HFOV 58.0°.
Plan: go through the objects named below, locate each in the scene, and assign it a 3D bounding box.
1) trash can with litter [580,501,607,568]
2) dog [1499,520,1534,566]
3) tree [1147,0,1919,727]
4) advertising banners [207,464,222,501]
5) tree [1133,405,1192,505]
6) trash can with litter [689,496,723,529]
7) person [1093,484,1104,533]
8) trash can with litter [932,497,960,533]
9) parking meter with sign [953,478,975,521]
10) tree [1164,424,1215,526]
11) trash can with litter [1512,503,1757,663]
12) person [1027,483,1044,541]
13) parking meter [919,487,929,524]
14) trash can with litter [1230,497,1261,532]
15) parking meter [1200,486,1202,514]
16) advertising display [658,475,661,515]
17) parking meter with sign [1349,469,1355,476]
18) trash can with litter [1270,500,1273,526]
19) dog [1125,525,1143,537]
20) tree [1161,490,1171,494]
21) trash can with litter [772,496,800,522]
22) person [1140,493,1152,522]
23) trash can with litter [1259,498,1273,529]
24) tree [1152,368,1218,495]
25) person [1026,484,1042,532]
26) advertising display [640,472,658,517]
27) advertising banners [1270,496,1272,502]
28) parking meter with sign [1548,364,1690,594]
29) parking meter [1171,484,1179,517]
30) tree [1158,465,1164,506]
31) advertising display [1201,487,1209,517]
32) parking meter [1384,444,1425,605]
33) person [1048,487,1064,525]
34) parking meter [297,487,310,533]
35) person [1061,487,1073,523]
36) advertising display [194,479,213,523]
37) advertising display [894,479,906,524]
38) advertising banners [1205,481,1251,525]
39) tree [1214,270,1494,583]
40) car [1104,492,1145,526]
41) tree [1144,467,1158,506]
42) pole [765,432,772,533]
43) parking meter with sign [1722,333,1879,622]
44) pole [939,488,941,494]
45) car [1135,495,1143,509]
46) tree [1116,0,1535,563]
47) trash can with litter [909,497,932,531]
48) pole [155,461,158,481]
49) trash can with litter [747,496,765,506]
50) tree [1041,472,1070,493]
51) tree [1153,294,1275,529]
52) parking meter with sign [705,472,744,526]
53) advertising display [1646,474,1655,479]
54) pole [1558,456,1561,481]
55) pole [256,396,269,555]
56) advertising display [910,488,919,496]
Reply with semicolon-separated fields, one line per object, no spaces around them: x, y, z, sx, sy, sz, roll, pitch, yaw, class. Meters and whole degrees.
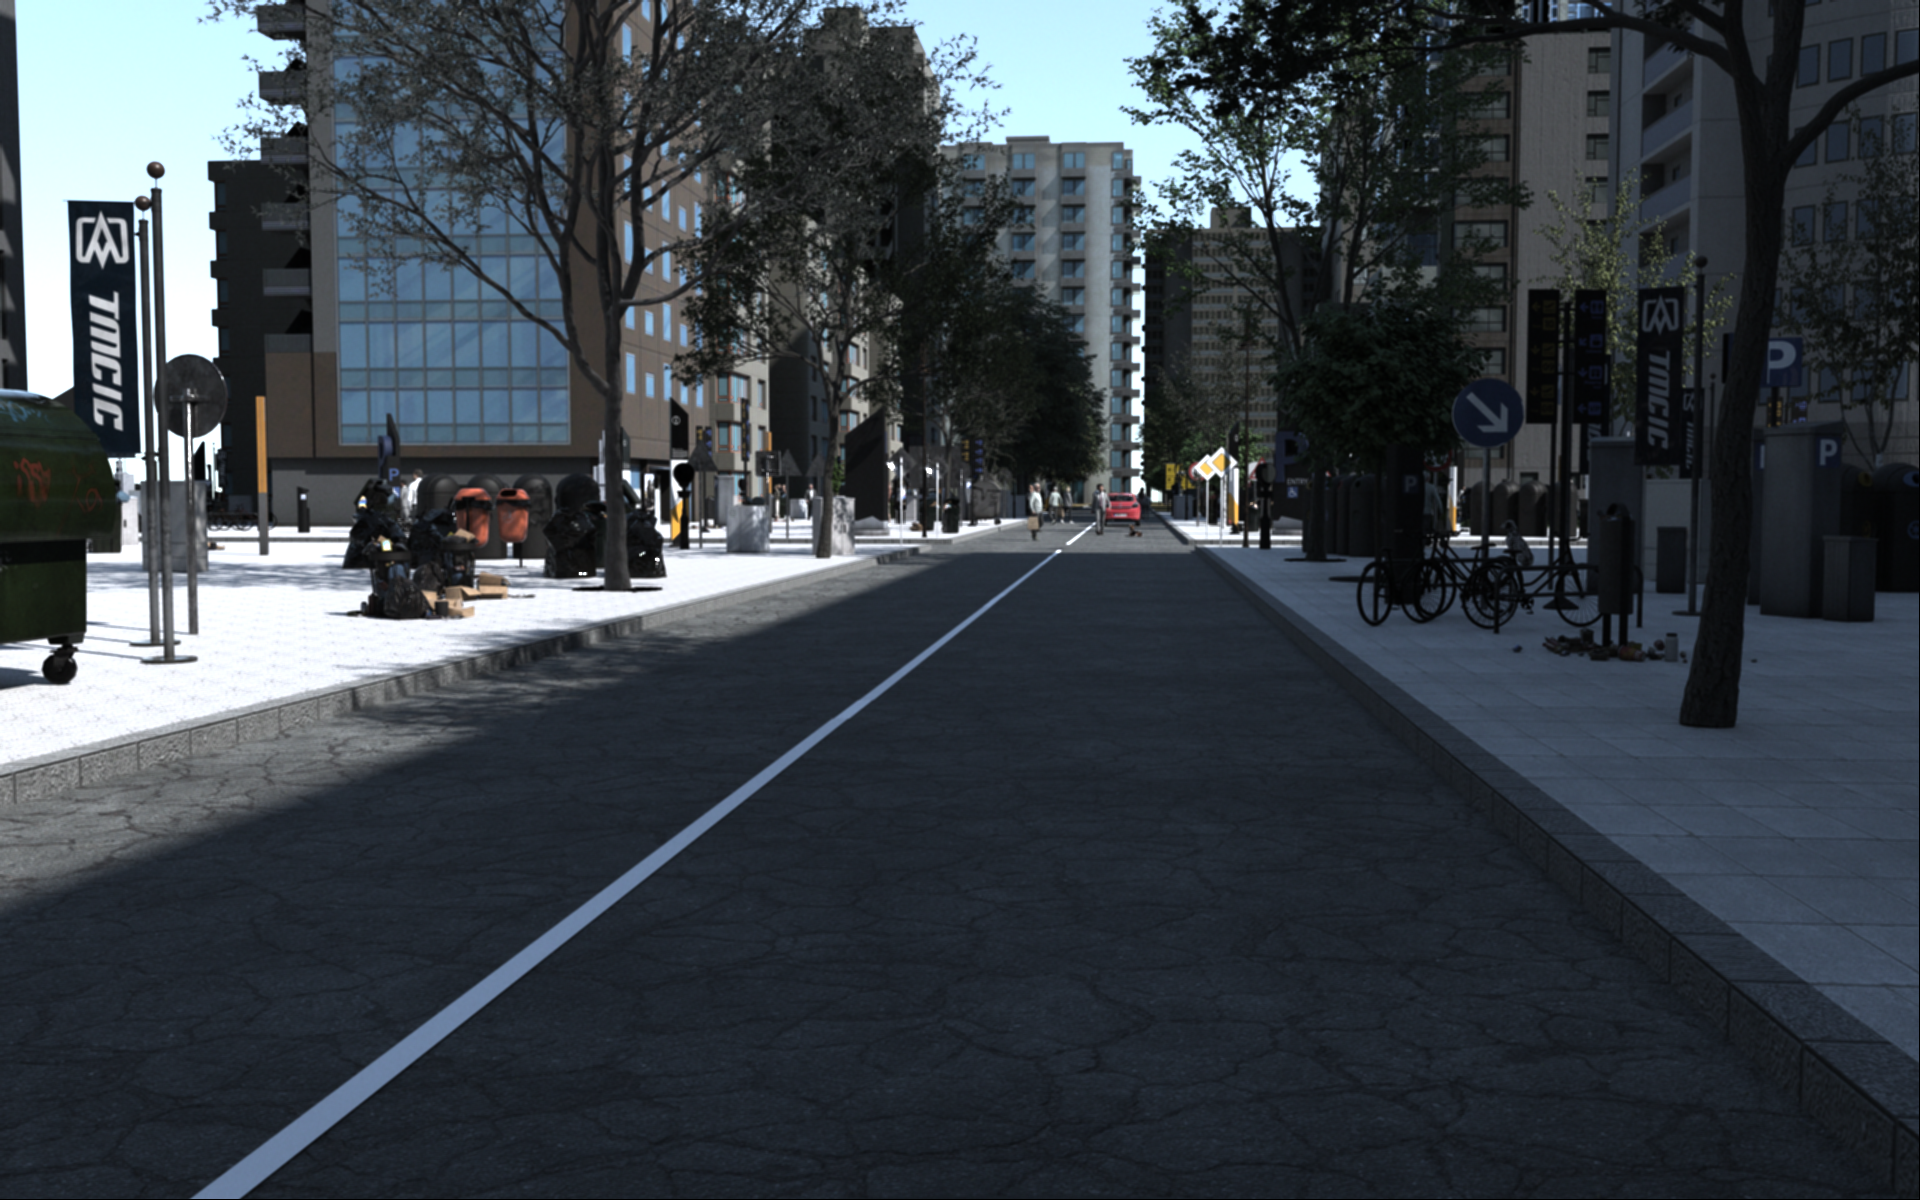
-6.172;-1.150;30.187;0.624;1.170;1.055;2;4;24;trash can with litter
9.909;-0.995;30.645;0.513;0.831;0.800;0;4;1;dog
4.389;-4.564;9.039;7.601;10.594;8.767;3;5;43;tree
-43.625;-6.448;101.610;0.090;3.025;2.074;0;4;6;advertising banners
23.861;-17.216;199.615;7.486;12.596;7.792;0;3;0;tree
-9.541;-3.245;64.118;1.678;1.210;2.233;2;4;26;trash can with litter
5.049;-3.331;63.139;0.419;1.800;0.721;1;4;19;person
-0.382;-2.783;56.891;0.624;1.170;1.055;-1;4;-18;trash can with litter
0.210;-5.322;83.268;0.543;3.016;1.738;-3;4;-37;parking meter with sign
10.923;-5.285;70.129;4.285;4.588;4.351;0;3;0;tree
5.334;-0.184;14.062;1.678;1.210;2.233;0;4;6;trash can with litter
2.277;-2.698;53.104;0.515;1.767;0.782;2;4;25;person
-1.374;-3.528;66.087;0.372;1.533;0.369;0;3;0;parking meter
9.650;-2.887;58.583;1.055;1.170;0.624;2;4;31;trash can with litter
15.678;-6.488;111.785;0.399;1.863;0.255;0;4;-3;parking meter
-10.161;-3.244;58.245;0.123;1.923;0.974;0;4;-5;advertising display
13.257;-3.782;58.097;0.543;3.016;1.738;1;4;12;parking meter with sign
11.794;-3.349;66.150;1.055;1.170;0.624;3;5;39;trash can with litter
5.888;-2.347;58.570;0.550;0.427;0.748;0;4;-7;dog
23.162;-12.255;194.963;1.663;3.219;1.824;0;3;0;tree
-8.415;-4.250;80.552;2.233;1.210;1.678;-1;4;-18;trash can with litter
9.597;-4.780;89.244;0.503;1.515;0.523;-3;5;-44;person
11.241;-3.243;64.088;1.678;1.210;2.233;1;4;11;trash can with litter
13.137;-9.268;101.895;4.737;8.622;4.395;0;3;0;tree
2.831;-3.514;66.135;0.592;1.802;0.473;0;4;-4;person
-9.286;-2.834;51.547;0.123;1.923;0.974;1;4;8;advertising display
22.137;-7.787;123.502;2.074;3.025;0.090;-2;4;-34;advertising banners
8.643;-1.619;22.738;1.738;3.016;0.543;2;4;28;parking meter with sign
12.163;-5.647;98.035;0.255;1.863;0.399;-3;4;-38;parking meter
11.420;-5.771;78.074;4.285;4.588;4.351;0;3;0;tree
13.791;-5.650;97.594;0.123;1.923;0.974;-1;4;-11;advertising display
5.187;-0.886;20.202;0.399;1.863;0.255;-1;4;-20;parking meter
4.512;-4.405;81.015;0.782;1.767;0.515;-2;4;-28;person
-21.787;-3.001;57.476;0.372;1.533;0.369;0;3;0;parking meter
5.199;-4.646;84.639;0.728;1.800;0.709;-2;4;-31;person
-33.286;-4.326;75.938;0.974;1.923;0.123;-2;4;-33;advertising display
-2.573;-4.231;74.393;0.123;1.923;0.974;2;4;24;advertising display
11.335;-4.688;72.842;2.074;3.025;0.090;1;4;19;advertising banners
6.203;-2.566;25.671;4.285;4.588;4.351;0;3;0;tree
7.283;-4.246;78.466;2.155;1.783;4.494;0;4;6;car
21.856;-12.553;188.954;4.285;4.588;4.351;0;3;0;tree
-6.299;-3.860;56.962;0.158;3.312;0.155;0;3;0;pole
8.787;-1.335;18.091;0.543;3.016;1.738;-1;4;-19;parking meter with sign
-0.931;-5.558;84.721;0.158;3.312;0.155;0;3;0;pole
16.939;-9.489;167.501;2.083;1.381;4.827;0;4;7;car
6.714;-6.529;32.509;9.928;11.665;9.643;0;3;0;tree
-1.241;-2.972;59.972;0.624;1.170;1.055;3;4;38;trash can with litter
-48.903;-6.819;105.331;0.158;3.312;0.155;0;3;0;pole
-10.282;-4.573;86.150;1.055;1.170;0.624;2;4;32;trash can with litter
7.075;-11.285;134.868;4.737;8.622;4.395;0;3;0;tree
9.531;-6.932;63.694;4.360;8.622;3.978;0;3;0;tree
-9.412;-4.461;69.203;1.738;3.016;0.543;-2;4;-30;parking meter with sign
22.058;-3.109;56.050;0.123;1.923;0.974;-1;4;-22;advertising display
31.847;-5.998;91.915;0.158;3.312;0.155;0;3;0;pole
-14.596;-2.593;36.236;0.158;3.312;0.155;0;3;0;pole
-3.370;-7.334;125.128;0.974;1.923;0.123;-3;5;-40;advertising display
